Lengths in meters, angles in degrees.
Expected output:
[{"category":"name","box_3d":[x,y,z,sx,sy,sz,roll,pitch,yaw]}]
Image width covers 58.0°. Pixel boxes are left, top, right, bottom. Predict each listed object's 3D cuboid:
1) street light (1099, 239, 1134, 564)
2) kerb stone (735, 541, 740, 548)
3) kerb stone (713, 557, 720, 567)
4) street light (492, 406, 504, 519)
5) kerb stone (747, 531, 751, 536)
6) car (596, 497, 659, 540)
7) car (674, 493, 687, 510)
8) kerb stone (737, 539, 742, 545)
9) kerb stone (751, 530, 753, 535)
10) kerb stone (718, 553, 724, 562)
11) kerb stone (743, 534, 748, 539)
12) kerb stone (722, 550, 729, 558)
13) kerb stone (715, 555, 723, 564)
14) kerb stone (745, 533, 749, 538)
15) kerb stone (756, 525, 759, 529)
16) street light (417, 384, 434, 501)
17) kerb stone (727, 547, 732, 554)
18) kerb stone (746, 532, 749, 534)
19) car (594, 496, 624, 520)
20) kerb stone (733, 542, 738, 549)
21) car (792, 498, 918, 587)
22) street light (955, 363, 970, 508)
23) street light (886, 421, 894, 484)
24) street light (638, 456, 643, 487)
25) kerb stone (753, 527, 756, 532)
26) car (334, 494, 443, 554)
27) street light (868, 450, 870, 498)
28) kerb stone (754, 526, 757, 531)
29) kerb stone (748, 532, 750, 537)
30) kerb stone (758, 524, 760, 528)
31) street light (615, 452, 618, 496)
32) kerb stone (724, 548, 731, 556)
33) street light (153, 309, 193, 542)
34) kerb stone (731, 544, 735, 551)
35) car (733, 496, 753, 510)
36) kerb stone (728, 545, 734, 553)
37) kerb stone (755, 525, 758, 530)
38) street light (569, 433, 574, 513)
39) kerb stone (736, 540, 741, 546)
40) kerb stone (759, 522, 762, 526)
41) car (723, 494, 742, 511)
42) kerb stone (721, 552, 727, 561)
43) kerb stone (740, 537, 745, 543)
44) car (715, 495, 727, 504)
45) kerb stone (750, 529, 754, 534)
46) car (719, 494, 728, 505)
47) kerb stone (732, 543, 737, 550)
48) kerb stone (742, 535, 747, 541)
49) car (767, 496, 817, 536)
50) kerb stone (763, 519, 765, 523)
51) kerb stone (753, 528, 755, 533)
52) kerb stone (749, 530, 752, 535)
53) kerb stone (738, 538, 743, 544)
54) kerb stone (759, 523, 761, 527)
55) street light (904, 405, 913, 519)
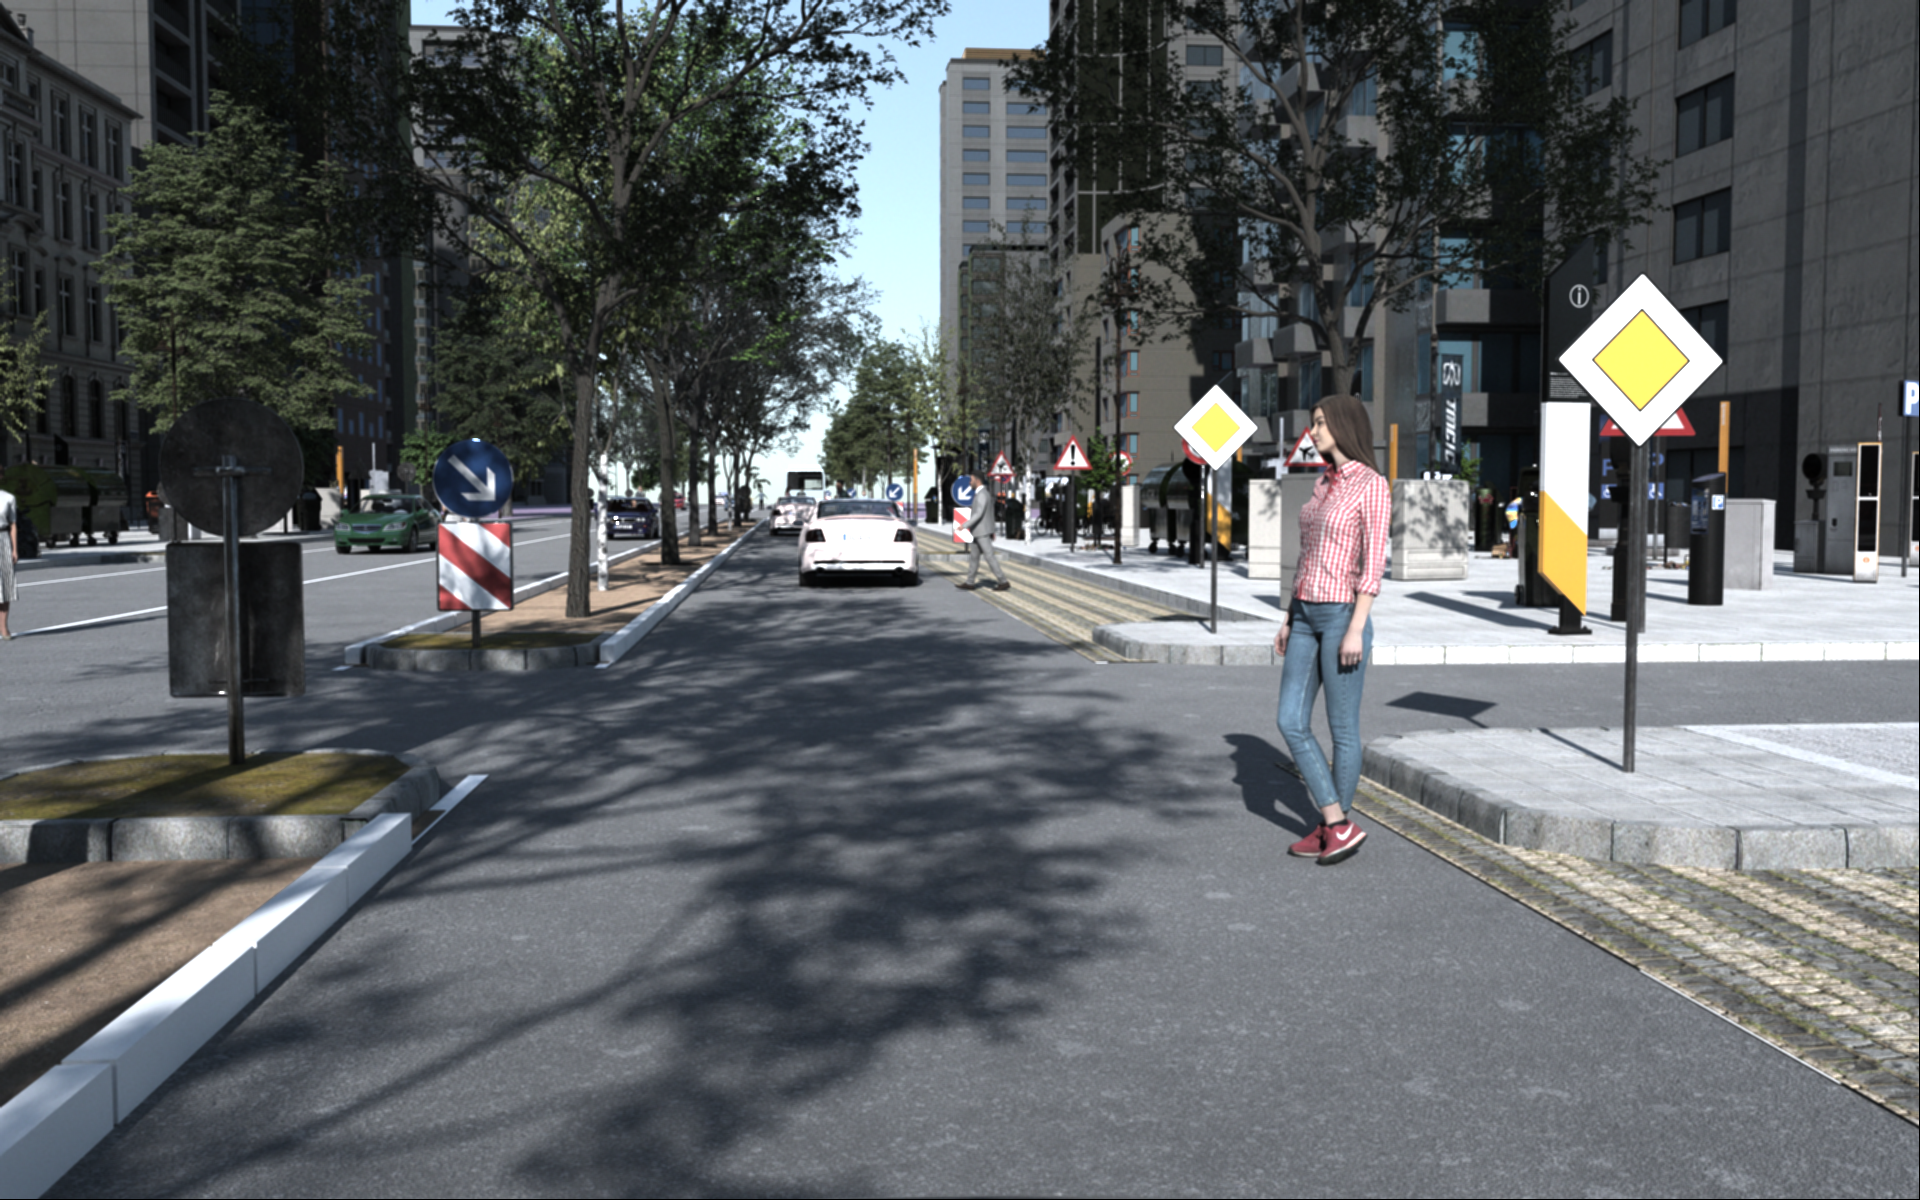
[{"category":"street light","box_3d":[2.896,-3.601,31.670,0.468,5.910,1.993,0,4,-5]},{"category":"kerb stone","box_3d":[-5.835,-1.382,44.789,0.120,0.150,1.000,0,4,-5]},{"category":"kerb stone","box_3d":[-4.781,-0.688,33.569,0.120,0.150,1.000,0,4,-5]},{"category":"street light","box_3d":[-24.161,-7.217,90.791,0.468,5.910,1.993,0,4,-5]},{"category":"kerb stone","box_3d":[-6.907,-2.067,55.993,0.120,0.150,1.000,0,4,-5]},{"category":"car","box_3d":[-10.559,-2.605,55.167,1.945,1.354,3.894,0,4,-6]},{"category":"car","box_3d":[-25.125,-8.778,152.563,2.155,1.783,4.494,0,4,-4]},{"category":"kerb stone","box_3d":[-6.030,-1.506,46.823,0.120,0.150,1.000,0,4,-5]},{"category":"kerb stone","box_3d":[-7.093,-2.192,58.039,0.120,0.150,1.000,0,4,-5]},{"category":"kerb stone","box_3d":[-4.978,-0.821,35.615,0.120,0.150,1.000,0,4,-5]},{"category":"kerb stone","box_3d":[-6.515,-1.818,51.921,0.120,0.150,1.000,0,4,-5]},{"category":"kerb stone","box_3d":[-5.167,-0.935,37.651,0.120,0.150,1.000,0,4,-5]},{"category":"kerb stone","box_3d":[-4.871,-0.758,34.588,0.120,0.150,1.000,0,4,-5]},{"category":"kerb stone","box_3d":[-6.612,-1.876,52.940,0.120,0.150,1.000,0,4,-5]},{"category":"kerb stone","box_3d":[-7.868,-2.691,66.201,0.120,0.150,1.000,0,4,-5]},{"category":"street light","box_3d":[-22.483,-6.129,72.992,0.468,5.910,1.993,0,4,-5]},{"category":"kerb stone","box_3d":[-5.357,-1.067,39.686,0.120,0.150,1.000,0,4,-5]},{"category":"kerb stone","box_3d":[-6.713,-1.943,53.957,0.120,0.150,1.000,0,4,-5]},{"category":"car","box_3d":[-19.166,-5.080,95.636,1.945,1.354,3.894,0,4,-6]},{"category":"kerb stone","box_3d":[-5.750,-1.320,43.770,0.120,0.150,1.000,0,4,-5]},{"category":"car","box_3d":[-1.695,-0.970,28.228,2.083,1.381,4.827,0,4,-5]},{"category":"street light","box_3d":[0.130,-5.384,60.823,0.468,5.910,1.993,0,4,-5]},{"category":"street light","box_3d":[-4.354,-8.270,107.997,0.468,5.910,1.993,0,4,-5]},{"category":"street light","box_3d":[-31.870,-12.261,173.262,0.468,5.910,1.993,0,4,-5]},{"category":"kerb stone","box_3d":[-7.484,-2.442,62.123,0.120,0.150,1.000,0,4,-5]},{"category":"car","box_3d":[-14.146,-1.914,43.085,2.131,1.459,4.920,0,4,-4]},{"category":"street light","box_3d":[-7.225,-10.063,137.315,0.468,5.910,1.993,0,4,-5]},{"category":"kerb stone","box_3d":[-7.583,-2.504,63.145,0.120,0.150,1.000,0,4,-5]},{"category":"kerb stone","box_3d":[-6.811,-2.005,54.974,0.120,0.150,1.000,0,4,-5]},{"category":"kerb stone","box_3d":[-8.058,-2.815,68.237,0.120,0.150,1.000,0,4,-5]},{"category":"street light","box_3d":[-29.731,-10.825,149.768,0.468,5.910,1.993,0,4,-5]},{"category":"kerb stone","box_3d":[-5.256,-1.005,38.669,0.120,0.150,1.000,0,4,-5]},{"category":"street light","box_3d":[-19.664,-4.320,43.414,0.468,5.910,1.993,0,4,-5]},{"category":"kerb stone","box_3d":[-5.553,-1.195,41.730,0.120,0.150,1.000,0,4,-5]},{"category":"car","box_3d":[-20.299,-9.271,161.803,2.015,1.641,3.980,0,4,-4]},{"category":"kerb stone","box_3d":[-5.453,-1.133,40.713,0.120,0.150,1.000,0,4,-5]},{"category":"kerb stone","box_3d":[-7.770,-2.627,65.180,0.120,0.150,1.000,0,4,-5]},{"category":"street light","box_3d":[-26.948,-9.025,120.346,0.468,5.910,1.993,0,4,-5]},{"category":"kerb stone","box_3d":[-5.936,-1.443,45.806,0.120,0.150,1.000,0,4,-5]},{"category":"kerb stone","box_3d":[-8.451,-3.066,72.331,0.120,0.150,1.000,0,4,-5]},{"category":"car","box_3d":[-19.566,-8.478,150.615,2.014,1.417,4.499,0,4,-6]},{"category":"kerb stone","box_3d":[-5.066,-0.879,36.634,0.120,0.150,1.000,0,4,-5]},{"category":"kerb stone","box_3d":[-6.222,-1.628,48.866,0.120,0.150,1.000,0,4,-5]},{"category":"car","box_3d":[-29.796,-12.360,214.447,2.083,1.381,4.827,0,4,-6]},{"category":"kerb stone","box_3d":[-7.201,-2.253,59.059,0.120,0.150,1.000,0,4,-5]},{"category":"car","box_3d":[-30.846,-13.331,227.560,1.945,1.707,3.694,0,4,-7]},{"category":"kerb stone","box_3d":[-5.651,-1.257,42.753,0.120,0.150,1.000,0,4,-5]},{"category":"kerb stone","box_3d":[-6.422,-1.756,50.904,0.120,0.150,1.000,0,4,-5]},{"category":"car","box_3d":[-5.679,-2.925,60.188,2.083,1.381,4.827,0,4,-6]},{"category":"kerb stone","box_3d":[-9.131,-3.499,79.458,0.120,0.150,1.000,0,4,-5]},{"category":"kerb stone","box_3d":[-7.386,-2.380,61.105,0.120,0.150,1.000,0,4,-5]},{"category":"kerb stone","box_3d":[-6.998,-2.128,57.019,0.120,0.150,1.000,0,4,-5]},{"category":"kerb stone","box_3d":[-6.128,-1.564,47.845,0.120,0.150,1.000,0,4,-5]},{"category":"kerb stone","box_3d":[-8.259,-2.940,70.276,0.120,0.150,1.000,0,4,-5]},{"category":"street light","box_3d":[-2.691,-7.200,90.501,0.468,5.910,1.993,0,4,-5]}]
